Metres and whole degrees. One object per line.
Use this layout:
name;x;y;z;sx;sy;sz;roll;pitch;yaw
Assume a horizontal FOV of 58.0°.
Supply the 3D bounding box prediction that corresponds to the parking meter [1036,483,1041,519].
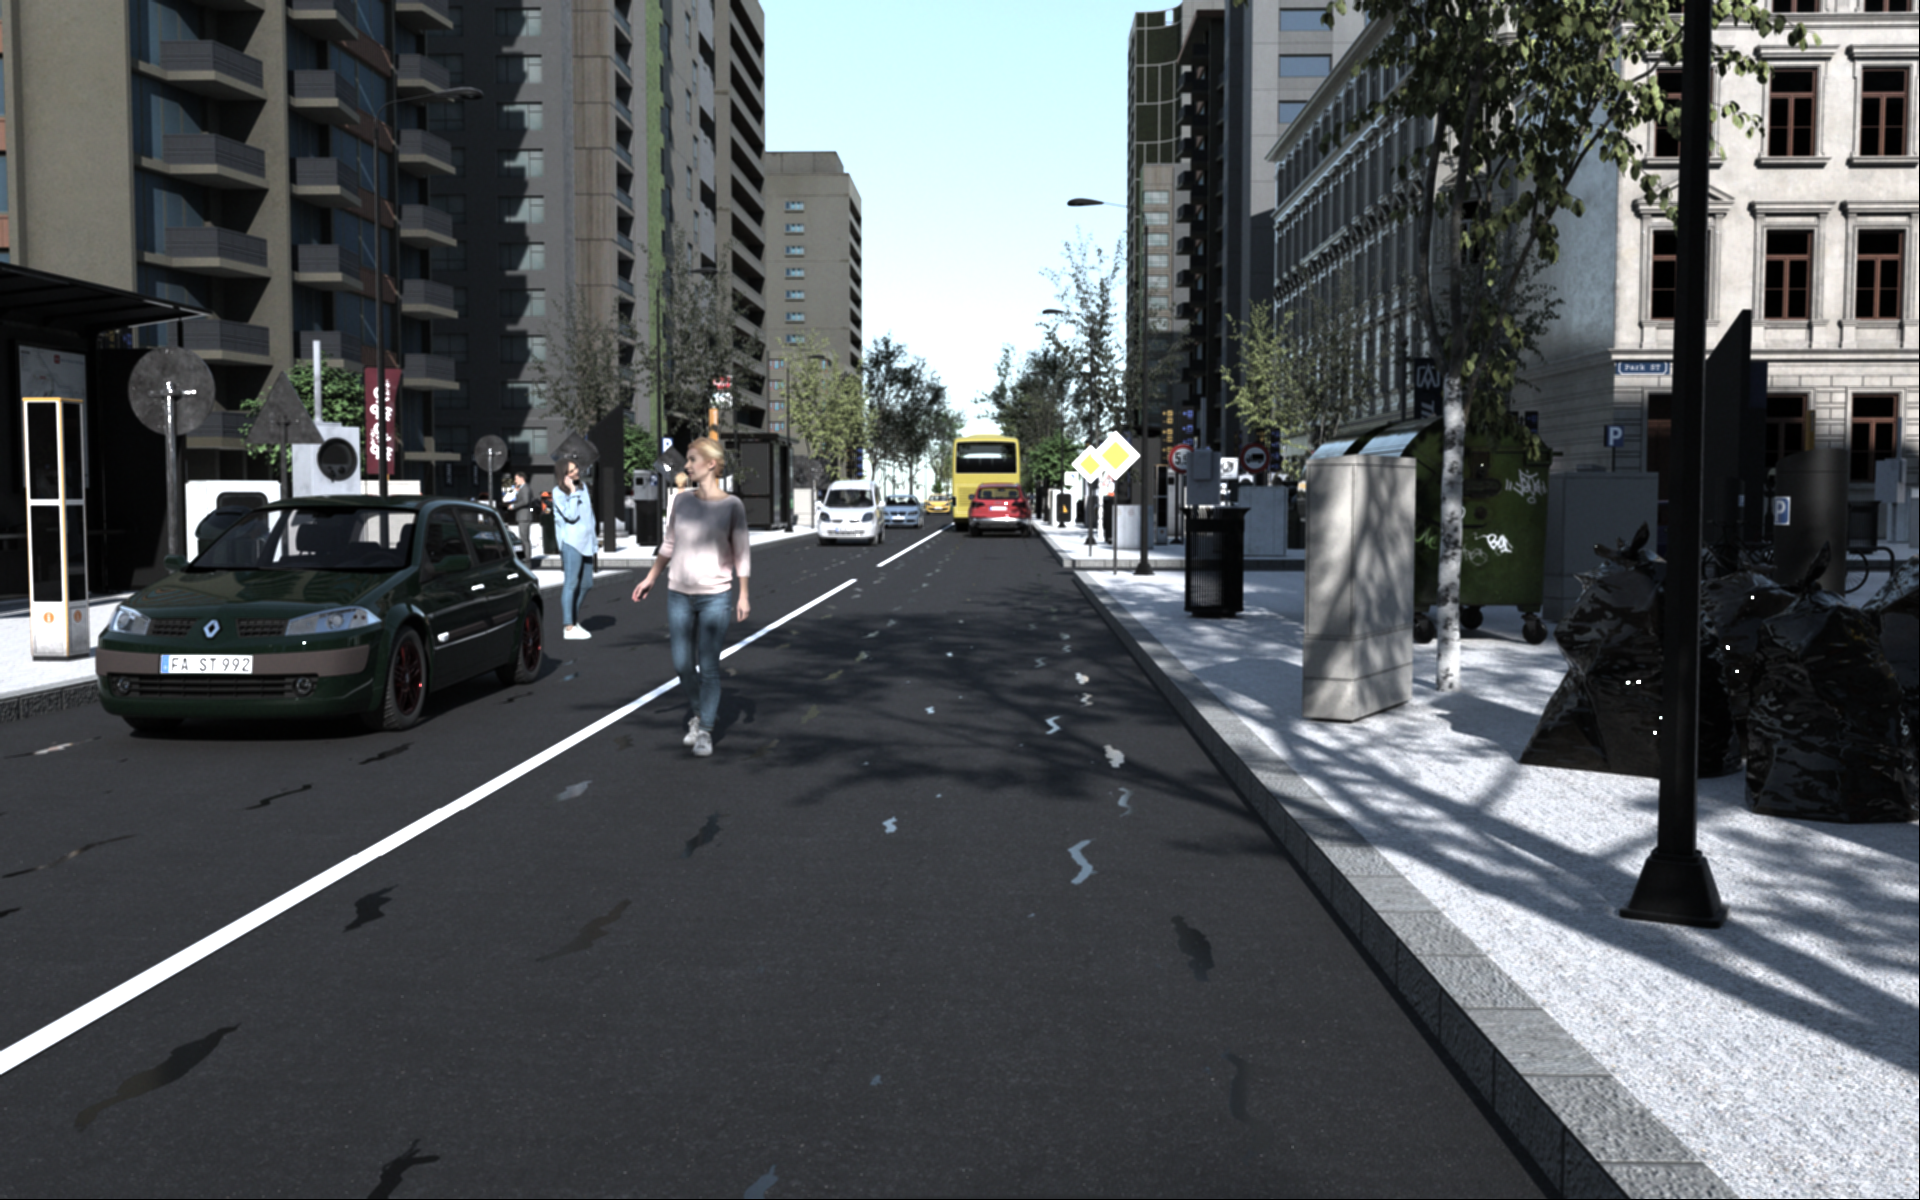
parking meter;4.111;-5.167;90.191;0.255;1.863;0.399;0;4;3

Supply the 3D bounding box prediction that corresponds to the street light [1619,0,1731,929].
street light;1.643;-1.993;5.131;1.470;5.913;1.316;0;4;1

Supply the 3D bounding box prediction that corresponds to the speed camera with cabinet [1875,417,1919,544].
speed camera with cabinet;24.564;-3.119;45.325;0.660;3.252;2.038;3;5;45

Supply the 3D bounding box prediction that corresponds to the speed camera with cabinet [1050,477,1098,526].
speed camera with cabinet;4.722;-4.667;70.639;2.038;3.252;0.660;-1;4;-10

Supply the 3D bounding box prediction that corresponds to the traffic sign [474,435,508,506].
traffic sign;-10.096;-2.272;37.257;0.768;2.556;0.104;1;4;11

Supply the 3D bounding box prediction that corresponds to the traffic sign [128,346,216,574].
traffic sign;-6.798;-0.907;14.943;0.768;2.556;0.104;0;4;3

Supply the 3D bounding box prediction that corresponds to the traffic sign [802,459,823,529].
traffic sign;-5.417;-3.893;63.755;0.768;2.556;0.104;0;4;2

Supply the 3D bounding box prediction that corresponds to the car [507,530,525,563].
car;-9.815;-1.264;30.451;4.222;1.686;2.009;0;4;3

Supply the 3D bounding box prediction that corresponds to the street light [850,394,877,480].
street light;-4.541;-6.615;80.693;1.470;5.913;1.316;0;4;1

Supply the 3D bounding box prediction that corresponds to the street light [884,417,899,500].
street light;-3.986;-8.062;104.348;1.470;5.913;1.316;0;4;1

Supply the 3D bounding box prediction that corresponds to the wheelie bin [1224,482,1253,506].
wheelie bin;7.580;-2.365;46.578;0.980;1.594;0.693;1;4;16

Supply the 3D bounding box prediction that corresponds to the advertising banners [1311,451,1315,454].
advertising banners;13.532;-4.490;69.601;2.074;3.025;0.090;-1;4;-12

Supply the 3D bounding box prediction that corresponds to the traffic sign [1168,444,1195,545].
traffic sign;5.644;-2.674;43.822;0.768;2.556;0.104;0;4;7

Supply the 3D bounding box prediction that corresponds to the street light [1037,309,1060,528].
street light;2.756;-4.344;43.570;1.470;5.913;1.316;0;4;1

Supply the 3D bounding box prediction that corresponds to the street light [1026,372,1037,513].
street light;3.337;-5.702;65.765;1.470;5.913;1.316;0;4;1

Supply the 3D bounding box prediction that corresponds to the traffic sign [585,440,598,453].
traffic sign;-8.795;-2.463;40.370;0.768;2.556;0.104;1;4;11

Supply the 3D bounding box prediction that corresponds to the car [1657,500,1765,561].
car;12.482;-1.169;31.690;3.894;1.354;1.945;0;4;2

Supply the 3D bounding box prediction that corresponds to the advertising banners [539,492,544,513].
advertising banners;-21.830;-5.942;93.335;2.074;3.025;0.090;2;4;27

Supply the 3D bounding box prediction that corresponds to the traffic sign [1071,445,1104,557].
traffic sign;2.663;-1.940;35.358;0.795;2.450;0.064;0;4;1

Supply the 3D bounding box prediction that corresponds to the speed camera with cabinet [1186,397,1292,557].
speed camera with cabinet;5.698;-2.523;35.587;2.038;3.252;0.660;1;4;13

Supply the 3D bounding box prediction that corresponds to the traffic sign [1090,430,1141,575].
traffic sign;2.454;-1.452;27.376;0.795;2.450;0.064;0;4;1

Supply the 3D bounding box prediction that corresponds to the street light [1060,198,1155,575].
street light;2.379;-3.351;27.322;1.470;5.913;1.316;0;4;1

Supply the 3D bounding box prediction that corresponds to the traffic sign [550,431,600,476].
traffic sign;-6.137;-1.467;27.620;0.795;2.450;0.064;0;4;1

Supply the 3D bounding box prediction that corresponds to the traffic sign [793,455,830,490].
traffic sign;-7.897;-5.922;90.694;2.265;3.308;0.079;1;4;9

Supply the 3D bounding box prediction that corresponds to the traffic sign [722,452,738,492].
traffic sign;-6.990;-3.144;51.508;0.768;2.556;0.104;0;4;3

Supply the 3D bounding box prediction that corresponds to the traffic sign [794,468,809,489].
traffic sign;-7.715;-5.159;84.460;0.768;2.556;0.104;0;4;7

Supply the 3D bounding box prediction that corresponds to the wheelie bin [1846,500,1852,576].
wheelie bin;12.774;-1.090;25.722;0.693;1.594;0.980;0;4;6

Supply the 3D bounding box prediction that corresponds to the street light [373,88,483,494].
street light;-6.147;-2.901;19.972;1.470;5.913;1.316;0;4;1

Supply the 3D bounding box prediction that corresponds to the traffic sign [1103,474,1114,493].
traffic sign;9.512;-6.768;110.655;0.884;2.594;0.081;0;4;7

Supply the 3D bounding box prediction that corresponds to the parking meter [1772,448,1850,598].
parking meter;4.787;-0.083;9.770;0.372;1.533;0.369;0;3;0

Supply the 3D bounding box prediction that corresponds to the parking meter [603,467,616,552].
parking meter;-7.741;-1.989;38.236;0.255;1.863;0.399;-1;4;-10

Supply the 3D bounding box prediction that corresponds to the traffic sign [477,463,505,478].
traffic sign;-10.622;-2.390;39.186;0.768;2.556;0.104;1;4;10

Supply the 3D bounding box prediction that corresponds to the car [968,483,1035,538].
car;1.391;-3.060;58.708;2.281;1.827;5.304;0;4;3

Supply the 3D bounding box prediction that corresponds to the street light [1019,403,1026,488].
street light;3.866;-7.064;88.042;1.470;5.913;1.316;0;4;1

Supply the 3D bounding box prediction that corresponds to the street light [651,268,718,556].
street light;-5.664;-3.862;35.692;1.470;5.913;1.316;0;4;1

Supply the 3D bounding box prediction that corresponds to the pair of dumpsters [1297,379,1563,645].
pair of dumpsters;4.418;-0.872;16.755;1.574;2.255;4.437;0;4;1

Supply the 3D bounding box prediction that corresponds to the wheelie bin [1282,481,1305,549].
wheelie bin;7.868;-2.003;40.660;0.980;1.594;0.693;3;5;41

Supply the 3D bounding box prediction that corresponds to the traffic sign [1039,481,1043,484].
traffic sign;4.734;-5.862;95.845;0.884;2.594;0.081;0;4;2

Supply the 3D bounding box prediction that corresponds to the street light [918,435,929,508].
street light;-3.173;-9.889;134.221;1.470;5.913;1.316;0;4;1

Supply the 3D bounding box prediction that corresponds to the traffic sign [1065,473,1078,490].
traffic sign;5.172;-4.792;80.484;0.606;2.300;0.079;0;4;4

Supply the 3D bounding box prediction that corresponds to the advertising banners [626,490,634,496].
advertising banners;-13.021;-4.444;68.840;2.074;3.025;0.090;-1;4;-20

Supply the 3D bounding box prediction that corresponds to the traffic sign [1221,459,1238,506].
traffic sign;7.545;-2.864;48.950;0.606;2.300;0.079;0;4;2

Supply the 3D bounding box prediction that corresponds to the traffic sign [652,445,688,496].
traffic sign;-5.928;-1.955;35.602;0.795;2.450;0.064;0;4;1

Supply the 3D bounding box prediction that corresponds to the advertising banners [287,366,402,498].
advertising banners;-8.566;-1.667;23.439;2.074;3.025;0.090;-2;4;-34

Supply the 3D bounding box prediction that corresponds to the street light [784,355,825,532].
street light;-5.198;-5.220;57.890;1.470;5.913;1.316;0;4;1

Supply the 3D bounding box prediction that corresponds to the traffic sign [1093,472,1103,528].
traffic sign;5.042;-3.964;64.916;0.768;2.556;0.104;0;4;2

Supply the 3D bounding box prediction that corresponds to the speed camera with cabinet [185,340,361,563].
speed camera with cabinet;-8.613;-1.679;21.780;0.660;3.252;2.038;3;5;42

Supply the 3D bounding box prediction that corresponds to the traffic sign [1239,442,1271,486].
traffic sign;7.283;-2.614;42.843;0.768;2.556;0.104;0;4;2

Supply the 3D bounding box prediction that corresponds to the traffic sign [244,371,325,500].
traffic sign;-7.172;-1.124;18.384;0.884;2.594;0.081;0;4;4

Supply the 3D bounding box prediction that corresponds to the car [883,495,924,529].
car;-2.501;-3.756;73.419;2.014;1.417;4.499;0;4;1

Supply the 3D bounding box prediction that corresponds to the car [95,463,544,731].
car;-4.126;-0.118;11.723;2.009;1.686;4.222;0;4;3

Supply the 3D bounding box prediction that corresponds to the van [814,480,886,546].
van;-3.066;-2.578;49.169;2.013;2.044;4.112;0;4;1

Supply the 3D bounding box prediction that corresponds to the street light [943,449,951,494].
street light;-1.977;-12.639;179.194;1.470;5.913;1.316;0;4;1

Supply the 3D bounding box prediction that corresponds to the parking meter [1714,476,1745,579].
parking meter;11.095;-1.013;24.978;0.372;1.533;0.369;0;3;0

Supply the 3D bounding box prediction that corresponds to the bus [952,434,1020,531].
bus;1.063;-4.800;70.033;2.896;3.916;12.252;0;4;1

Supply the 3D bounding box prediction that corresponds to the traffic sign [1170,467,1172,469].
traffic sign;8.571;-4.138;67.763;0.768;2.556;0.104;1;4;11

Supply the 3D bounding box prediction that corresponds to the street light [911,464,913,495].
street light;-3.748;-8.531;112.026;1.470;5.913;1.316;0;4;1

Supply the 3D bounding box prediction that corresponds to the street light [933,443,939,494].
street light;-2.568;-11.282;156.999;1.470;5.913;1.316;0;4;1
